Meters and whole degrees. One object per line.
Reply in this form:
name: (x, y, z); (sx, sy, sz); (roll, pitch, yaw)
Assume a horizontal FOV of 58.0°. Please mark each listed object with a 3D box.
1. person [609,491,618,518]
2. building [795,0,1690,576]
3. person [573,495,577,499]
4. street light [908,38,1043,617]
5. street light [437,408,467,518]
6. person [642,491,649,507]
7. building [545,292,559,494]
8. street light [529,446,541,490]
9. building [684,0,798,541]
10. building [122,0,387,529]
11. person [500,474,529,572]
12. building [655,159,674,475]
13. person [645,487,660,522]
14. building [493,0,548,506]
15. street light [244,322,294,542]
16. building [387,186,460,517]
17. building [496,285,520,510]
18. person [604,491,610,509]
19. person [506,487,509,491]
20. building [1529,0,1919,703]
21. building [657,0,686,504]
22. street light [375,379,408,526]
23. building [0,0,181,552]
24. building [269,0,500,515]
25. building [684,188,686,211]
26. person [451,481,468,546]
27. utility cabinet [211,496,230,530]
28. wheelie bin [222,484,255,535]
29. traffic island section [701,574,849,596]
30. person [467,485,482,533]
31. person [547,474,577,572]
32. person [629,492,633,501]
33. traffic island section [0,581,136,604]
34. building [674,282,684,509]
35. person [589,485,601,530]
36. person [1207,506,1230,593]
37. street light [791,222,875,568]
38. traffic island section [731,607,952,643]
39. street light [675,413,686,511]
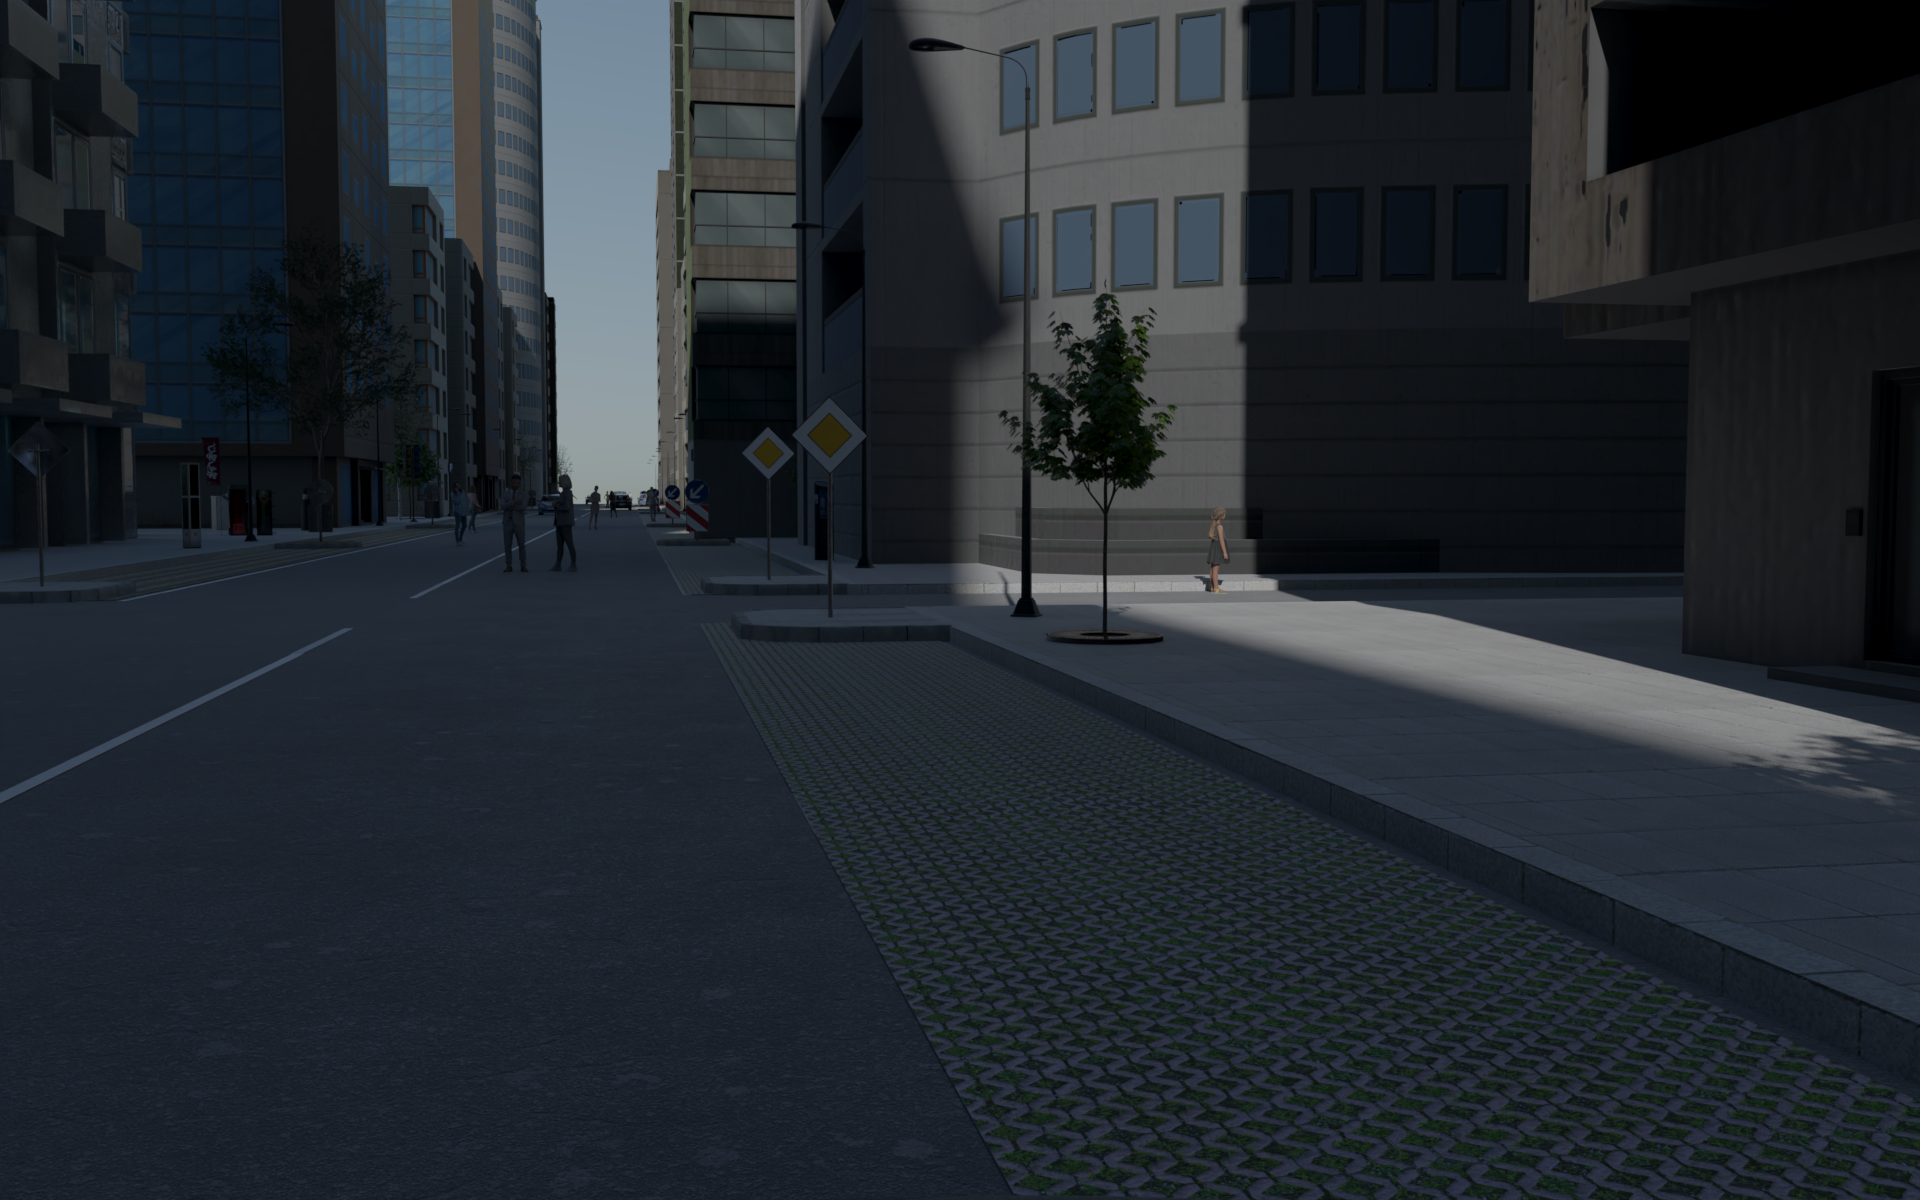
person: (-21.152, -5.850, 105.614); (0.415, 1.643, 0.593); (3, 4, 38)
building: (11.289, -30.271, 36.937); (28.212, 58.520, 21.231); (-1, 4, -11)
person: (-33.543, -8.548, 149.084); (1.217, 1.723, 0.721); (-2, 4, -24)
street light: (0.164, -2.775, 17.908); (1.470, 5.913, 1.316); (-1, 4, -11)
street light: (-27.680, -7.412, 93.724); (1.470, 5.913, 1.316); (-1, 4, -11)
person: (-33.370, -10.790, 185.016); (1.348, 1.812, 0.705); (1, 4, 20)
building: (-64.000, -28.821, 242.923); (14.160, 30.474, 14.107); (-1, 4, -11)
street light: (-41.998, -12.016, 168.995); (1.470, 5.913, 1.316); (-1, 4, -11)
building: (-2.147, -17.490, 57.666); (14.160, 30.474, 14.107); (-1, 4, -11)
building: (-31.128, -25.634, 69.226); (14.600, 45.320, 14.200); (-1, 4, -11)
person: (-8.191, -1.416, 31.834); (0.511, 1.800, 0.466); (-1, 4, -22)
building: (-32.336, -38.151, 247.477); (21.300, 48.544, 21.600); (-1, 4, -11)
person: (-15.757, -4.905, 88.817); (0.709, 1.813, 0.853); (-1, 4, -20)
building: (-57.122, -39.656, 190.374); (21.231, 58.520, 28.212); (-1, 4, -11)
street light: (-18.634, -4.538, 46.741); (1.470, 5.913, 1.316); (-1, 4, -11)
building: (-46.155, -16.162, 109.295); (27.650, 21.520, 28.899); (-1, 4, -11)
building: (-53.929, -18.787, 152.201); (27.650, 21.520, 28.899); (-1, 4, -11)
person: (-34.426, -9.802, 169.482); (1.217, 1.735, 0.721); (3, 4, 37)
person: (-24.785, -5.301, 95.188); (0.660, 1.820, 0.620); (-1, 4, -13)
building: (11.583, -14.643, 11.113); (14.160, 30.474, 14.107); (-1, 4, -11)
building: (-29.181, -48.151, 225.514); (20.563, 71.187, 20.611); (-1, 4, -11)
street light: (-22.827, -5.939, 69.651); (1.470, 5.913, 1.316); (-1, 4, -11)
building: (-30.776, -25.359, 34.236); (23.786, 49.044, 30.456); (-1, 4, -11)
building: (-42.907, -29.454, 131.680); (14.600, 45.320, 14.200); (-1, 4, -11)
building: (0.407, -14.885, 88.409); (27.650, 21.520, 28.899); (-1, 4, -11)
person: (-13.879, -2.401, 48.017); (0.793, 1.790, 0.793); (-1, 4, -10)
utility cabinet: (-26.163, -3.093, 61.735); (0.306, 1.237, 1.020); (2, 4, 27)
wheelie bin: (-22.557, -2.832, 54.212); (0.980, 1.594, 0.693); (-1, 4, -13)
traffic island section: (-2.834, -0.221, 25.899); (2.009, 0.180, 2.903); (-1, 4, -11)
person: (-17.807, -3.313, 63.255); (0.593, 1.750, 0.643); (3, 5, 43)
person: (-7.359, -1.428, 32.030); (0.526, 1.800, 0.537); (-1, 4, -21)
person: (-45.577, -14.067, 239.433); (0.756, 1.711, 0.436); (1, 4, 17)
traffic island section: (-12.746, -0.106, 24.011); (2.009, 0.180, 2.903); (-1, 4, -11)
building: (-9.092, -18.203, 142.666); (27.650, 21.520, 28.899); (-1, 4, -11)
person: (-14.694, -3.724, 69.729); (0.599, 1.781, 0.374); (-2, 4, -34)
person: (3.749, -0.727, 25.059); (0.373, 1.253, 0.362); (0, 4, -7)
street light: (-2.184, -3.502, 29.795); (1.470, 5.913, 1.316); (-1, 4, -11)
traffic island section: (-1.331, 0.258, 18.056); (2.009, 0.180, 2.903); (-1, 4, -11)
street light: (-15.502, -7.788, 99.876); (1.470, 5.913, 1.316); (-1, 4, -11)
